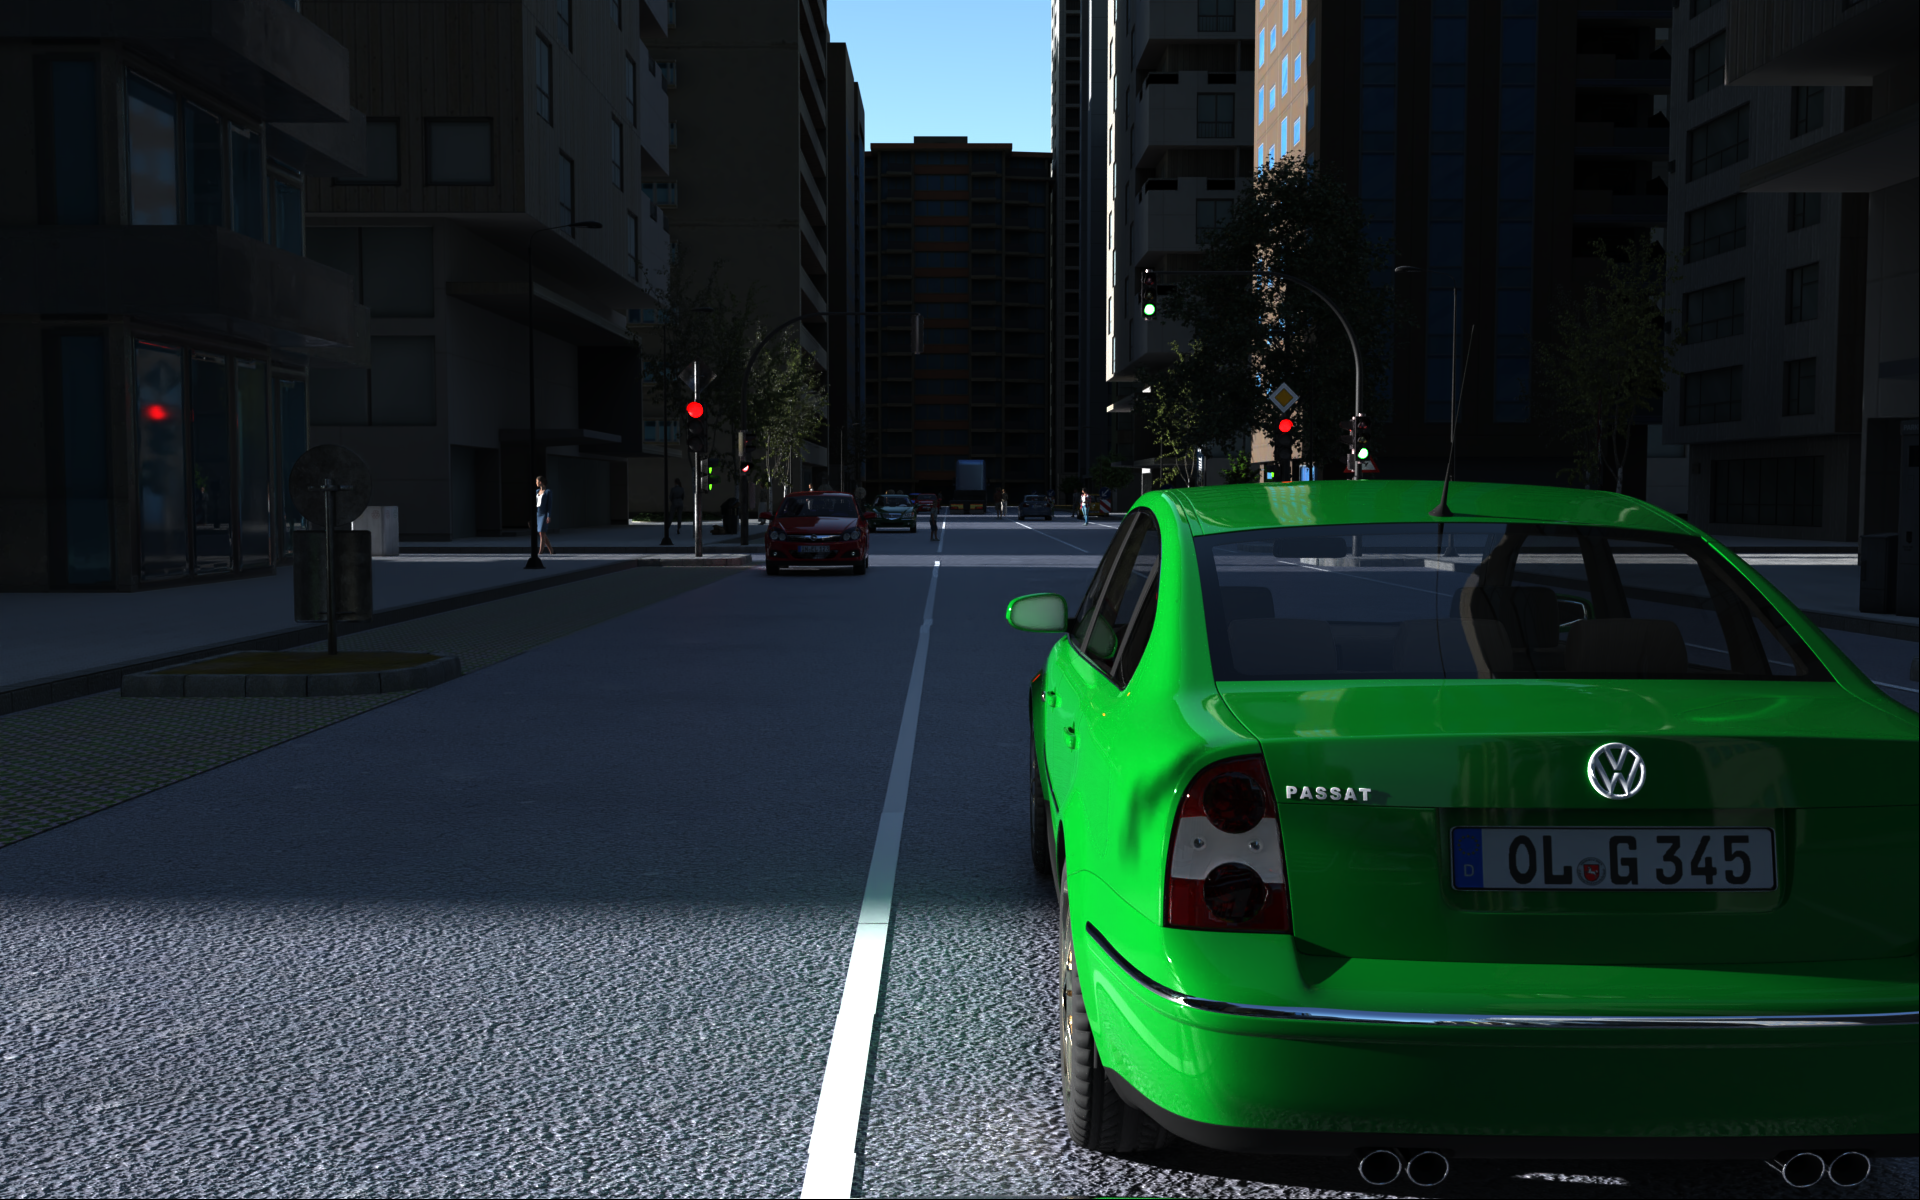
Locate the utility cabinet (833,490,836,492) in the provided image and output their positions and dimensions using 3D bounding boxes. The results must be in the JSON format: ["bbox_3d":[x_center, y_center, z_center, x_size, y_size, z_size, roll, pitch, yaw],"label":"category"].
[{"bbox_3d":[-7.353,-5.582,99.941,0.318,1.500,1.173,0,4,-7],"label":"utility cabinet"}]

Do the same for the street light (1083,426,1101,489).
[{"bbox_3d":[9.103,-8.934,118.609,1.470,5.913,1.316,0,4,0],"label":"street light"}]

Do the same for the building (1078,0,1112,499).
[{"bbox_3d":[22.754,-38.878,177.650,21.231,58.520,28.212,0,4,0],"label":"building"}]

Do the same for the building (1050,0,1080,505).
[{"bbox_3d":[21.899,-47.371,212.768,20.611,71.187,20.563,0,4,0],"label":"building"}]

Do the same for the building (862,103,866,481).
[{"bbox_3d":[-17.578,-32.737,185.358,14.200,45.320,14.600,0,4,0],"label":"building"}]

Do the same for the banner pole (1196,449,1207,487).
[{"bbox_3d":[9.896,-4.936,70.725,0.401,3.779,0.863,-2,4,-26],"label":"banner pole"}]

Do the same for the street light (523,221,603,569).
[{"bbox_3d":[-6.772,-3.489,29.594,1.470,5.913,1.316,0,4,0],"label":"street light"}]

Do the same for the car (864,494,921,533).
[{"bbox_3d":[-2.558,-3.292,65.630,2.131,1.459,4.920,0,4,-2],"label":"car"}]

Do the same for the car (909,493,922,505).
[{"bbox_3d":[-3.553,-8.014,140.619,1.945,1.707,3.694,0,4,0],"label":"car"}]

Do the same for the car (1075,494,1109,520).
[{"bbox_3d":[7.560,-5.412,98.702,2.015,1.641,3.980,0,4,1],"label":"car"}]

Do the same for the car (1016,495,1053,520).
[{"bbox_3d":[4.124,-5.101,95.410,2.014,1.417,4.499,0,3,0],"label":"car"}]

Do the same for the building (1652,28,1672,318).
[{"bbox_3d":[70.191,-45.418,180.842,20.611,71.187,20.563,0,4,0],"label":"building"}]

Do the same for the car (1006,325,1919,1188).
[{"bbox_3d":[1.126,0.223,5.142,1.959,1.807,4.718,0,4,1],"label":"car"}]

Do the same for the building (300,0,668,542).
[{"bbox_3d":[-24.871,-28.620,57.175,28.713,52.752,27.495,0,4,0],"label":"building"}]

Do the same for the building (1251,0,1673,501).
[{"bbox_3d":[20.282,-25.754,71.192,14.600,45.320,14.200,0,4,0],"label":"building"}]

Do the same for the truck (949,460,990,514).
[{"bbox_3d":[0.704,-8.593,130.250,2.967,4.110,18.799,0,4,1],"label":"truck"}]

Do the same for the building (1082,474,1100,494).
[{"bbox_3d":[27.361,-28.153,152.182,32.217,40.220,23.993,0,4,0],"label":"building"}]

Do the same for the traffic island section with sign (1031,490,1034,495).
[{"bbox_3d":[7.325,-10.083,173.486,1.989,1.847,2.006,0,4,0],"label":"traffic island section with sign"}]

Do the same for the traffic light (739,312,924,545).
[{"bbox_3d":[-3.291,-4.204,43.405,4.771,5.953,1.251,0,4,0],"label":"traffic light"}]

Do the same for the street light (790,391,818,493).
[{"bbox_3d":[-7.105,-6.478,78.458,1.470,5.913,1.316,0,4,0],"label":"street light"}]

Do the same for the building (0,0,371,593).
[{"bbox_3d":[-24.703,-24.555,21.089,30.456,49.044,23.786,0,4,0],"label":"building"}]

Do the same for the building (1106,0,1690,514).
[{"bbox_3d":[23.063,-31.226,99.776,28.713,52.752,27.495,0,4,0],"label":"building"}]

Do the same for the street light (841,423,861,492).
[{"bbox_3d":[-7.223,-8.646,113.907,1.470,5.913,1.316,0,4,0],"label":"street light"}]

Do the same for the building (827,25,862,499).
[{"bbox_3d":[-17.603,-31.782,169.740,14.600,45.320,14.200,0,4,0],"label":"building"}]

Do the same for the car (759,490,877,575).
[{"bbox_3d":[-2.610,-1.413,32.144,2.155,1.783,4.494,0,4,-2],"label":"car"}]

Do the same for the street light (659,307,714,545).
[{"bbox_3d":[-6.813,-4.324,43.239,1.470,5.913,1.316,0,4,0],"label":"street light"}]

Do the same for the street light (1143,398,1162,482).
[{"bbox_3d":[9.224,-6.808,83.859,1.470,5.913,1.316,0,4,0],"label":"street light"}]

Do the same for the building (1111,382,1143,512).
[{"bbox_3d":[18.531,-22.123,133.411,14.160,30.474,14.107,0,4,0],"label":"building"}]

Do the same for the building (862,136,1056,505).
[{"bbox_3d":[-3.062,-34.266,214.869,28.867,44.769,22.147,0,4,0],"label":"building"}]

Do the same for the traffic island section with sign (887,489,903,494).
[{"bbox_3d":[-5.720,-8.403,146.020,1.989,1.847,2.006,0,4,0],"label":"traffic island section with sign"}]

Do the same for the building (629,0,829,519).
[{"bbox_3d":[-18.907,-29.016,98.120,21.300,48.544,21.600,0,4,0],"label":"building"}]

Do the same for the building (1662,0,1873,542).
[{"bbox_3d":[29.641,-16.935,48.586,14.107,30.474,14.160,0,4,0],"label":"building"}]

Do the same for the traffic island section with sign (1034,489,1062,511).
[{"bbox_3d":[7.500,-8.379,145.621,1.989,1.847,2.006,0,4,0],"label":"traffic island section with sign"}]

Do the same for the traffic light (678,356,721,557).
[{"bbox_3d":[-5.334,-2.841,35.372,0.839,4.253,0.868,0,4,0],"label":"traffic light"}]

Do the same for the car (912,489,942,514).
[{"bbox_3d":[-2.375,-7.102,125.151,2.155,1.783,4.494,0,3,0],"label":"car"}]

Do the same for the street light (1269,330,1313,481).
[{"bbox_3d":[9.419,-4.683,49.110,1.470,5.913,1.316,0,4,0],"label":"street light"}]

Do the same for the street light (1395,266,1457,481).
[{"bbox_3d":[9.563,-3.849,35.465,1.470,5.913,1.316,0,4,0],"label":"street light"}]

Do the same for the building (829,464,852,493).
[{"bbox_3d":[-20.116,-43.613,151.317,20.563,71.187,20.611,0,4,0],"label":"building"}]

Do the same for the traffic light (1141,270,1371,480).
[{"bbox_3d":[6.036,-3.709,35.316,4.771,5.953,1.251,0,4,0],"label":"traffic light"}]

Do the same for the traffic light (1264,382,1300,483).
[{"bbox_3d":[8.078,-3.335,43.455,0.839,4.253,0.868,0,4,0],"label":"traffic light"}]

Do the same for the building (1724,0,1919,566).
[{"bbox_3d":[27.281,-26.185,17.365,28.713,52.752,27.495,0,4,0],"label":"building"}]
